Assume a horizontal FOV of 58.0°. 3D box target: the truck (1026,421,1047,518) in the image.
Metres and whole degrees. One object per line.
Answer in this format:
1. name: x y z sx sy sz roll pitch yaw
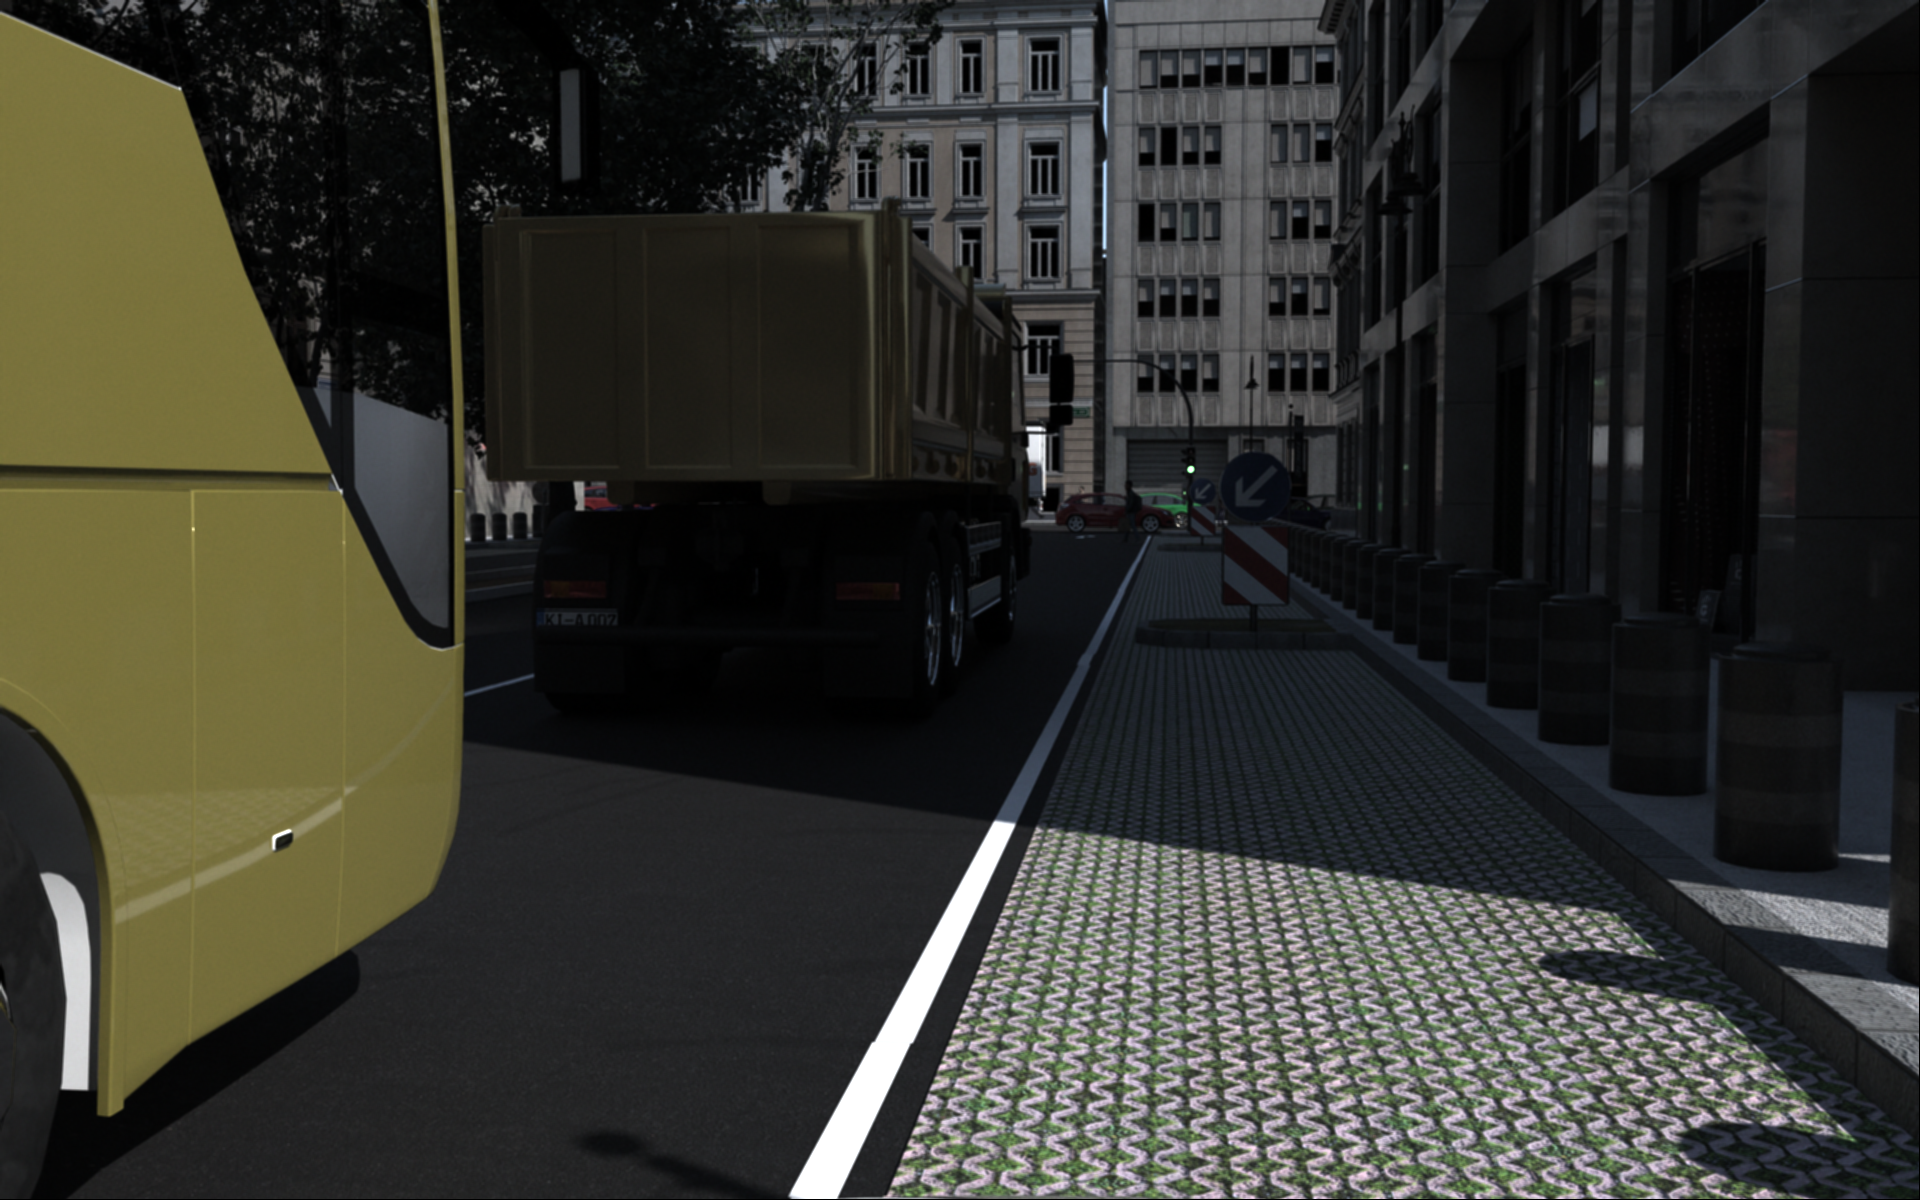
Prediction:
1. truck: -2.303 -4.824 67.787 11.283 4.237 2.839 0 4 6

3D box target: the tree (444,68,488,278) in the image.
1. tree: -7.818 -4.148 20.634 4.360 8.622 3.978 0 3 0

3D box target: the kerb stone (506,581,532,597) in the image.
1. kerb stone: -6.341 -0.144 24.555 0.120 0.150 1.000 0 4 7

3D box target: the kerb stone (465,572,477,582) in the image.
1. kerb stone: -8.057 -0.342 27.828 0.120 0.150 1.000 0 4 7

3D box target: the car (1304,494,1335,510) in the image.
1. car: 13.498 -3.422 65.738 4.222 1.686 2.009 0 4 8

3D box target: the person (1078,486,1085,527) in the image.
1. person: 5.255 -4.109 76.027 0.599 1.781 0.374 1 4 19

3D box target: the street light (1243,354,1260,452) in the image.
1. street light: 9.629 -5.169 57.308 0.468 5.910 1.993 0 4 7

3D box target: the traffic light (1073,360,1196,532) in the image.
1. traffic light: 5.663 -5.128 58.518 4.771 5.953 1.251 0 4 7

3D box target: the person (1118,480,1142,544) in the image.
1. person: 4.849 -2.510 49.529 0.713 1.824 0.794 1 4 18

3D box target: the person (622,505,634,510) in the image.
1. person: -9.389 -2.533 49.271 0.474 1.900 0.648 -2 4 -25

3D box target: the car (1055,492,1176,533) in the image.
1. car: 5.803 -3.403 64.685 4.494 1.783 2.155 0 4 5

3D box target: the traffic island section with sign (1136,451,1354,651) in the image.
1. traffic island section with sign: 2.718 -0.500 16.810 1.989 1.847 2.006 0 4 7

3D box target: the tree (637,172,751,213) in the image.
1. tree: -5.771 -5.080 35.879 4.360 8.622 3.978 0 3 0

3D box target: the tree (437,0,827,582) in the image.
1. tree: -6.434 -6.625 27.781 9.611 12.733 9.660 0 3 0

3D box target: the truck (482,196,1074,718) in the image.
1. truck: -0.966 -1.154 14.800 3.469 3.379 9.791 0 4 7

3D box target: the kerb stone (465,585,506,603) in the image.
1. kerb stone: -6.459 -0.079 23.537 0.120 0.150 1.000 0 4 7

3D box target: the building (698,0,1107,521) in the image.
1. building: -2.507 -18.537 88.983 20.117 28.700 13.634 0 4 7

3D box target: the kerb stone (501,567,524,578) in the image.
1. kerb stone: -7.799 -0.468 29.864 0.120 0.150 1.000 0 4 7

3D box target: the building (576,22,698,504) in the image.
1. building: -27.827 -19.183 91.131 29.804 29.767 11.434 0 4 7

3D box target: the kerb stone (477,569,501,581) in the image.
1. kerb stone: -7.930 -0.403 28.848 0.120 0.150 1.000 0 4 7

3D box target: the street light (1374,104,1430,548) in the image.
1. street light: 5.347 -2.955 21.108 0.468 5.910 1.993 0 4 7

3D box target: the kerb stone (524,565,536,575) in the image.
1. kerb stone: -7.681 -0.526 30.882 0.120 0.150 1.000 0 4 7

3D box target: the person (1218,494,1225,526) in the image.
1. person: 11.664 -4.118 76.652 0.431 1.722 0.655 2 4 29

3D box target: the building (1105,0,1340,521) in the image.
1. building: 17.488 -16.425 86.573 19.932 24.808 12.078 0 4 7

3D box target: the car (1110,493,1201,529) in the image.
1. car: 7.812 -3.854 71.812 4.718 1.807 1.959 0 4 5

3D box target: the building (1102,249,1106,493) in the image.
1. building: 12.440 -34.605 257.674 23.993 40.220 32.217 0 4 7

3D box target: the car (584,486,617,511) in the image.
1. car: -15.386 -4.325 79.392 5.304 1.827 2.281 0 4 5

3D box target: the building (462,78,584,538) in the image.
1. building: -22.185 -12.322 56.210 16.860 20.320 10.420 0 4 7

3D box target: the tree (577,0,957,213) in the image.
1. tree: -5.527 -11.406 44.837 12.611 20.169 13.585 0 3 0

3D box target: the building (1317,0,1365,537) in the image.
1. building: 15.587 -11.095 46.024 10.561 19.102 19.286 0 4 7

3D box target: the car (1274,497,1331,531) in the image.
1. car: 11.984 -3.007 61.752 3.894 1.354 1.945 0 4 7

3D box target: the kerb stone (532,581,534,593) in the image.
1. kerb stone: -6.221 -0.207 25.572 0.120 0.150 1.000 0 4 7

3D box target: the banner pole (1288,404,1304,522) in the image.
1. banner pole: 9.353 -3.569 48.364 0.863 3.779 0.401 -3 5 -44

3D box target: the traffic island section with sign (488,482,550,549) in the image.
1. traffic island section with sign: -11.121 -2.263 45.628 1.989 1.847 2.006 0 4 7

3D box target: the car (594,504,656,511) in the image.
1. car: -13.995 -3.830 75.208 3.894 1.354 1.945 0 4 5

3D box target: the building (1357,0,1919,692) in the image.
1. building: 16.116 -13.110 18.871 19.350 26.468 34.151 0 4 7
